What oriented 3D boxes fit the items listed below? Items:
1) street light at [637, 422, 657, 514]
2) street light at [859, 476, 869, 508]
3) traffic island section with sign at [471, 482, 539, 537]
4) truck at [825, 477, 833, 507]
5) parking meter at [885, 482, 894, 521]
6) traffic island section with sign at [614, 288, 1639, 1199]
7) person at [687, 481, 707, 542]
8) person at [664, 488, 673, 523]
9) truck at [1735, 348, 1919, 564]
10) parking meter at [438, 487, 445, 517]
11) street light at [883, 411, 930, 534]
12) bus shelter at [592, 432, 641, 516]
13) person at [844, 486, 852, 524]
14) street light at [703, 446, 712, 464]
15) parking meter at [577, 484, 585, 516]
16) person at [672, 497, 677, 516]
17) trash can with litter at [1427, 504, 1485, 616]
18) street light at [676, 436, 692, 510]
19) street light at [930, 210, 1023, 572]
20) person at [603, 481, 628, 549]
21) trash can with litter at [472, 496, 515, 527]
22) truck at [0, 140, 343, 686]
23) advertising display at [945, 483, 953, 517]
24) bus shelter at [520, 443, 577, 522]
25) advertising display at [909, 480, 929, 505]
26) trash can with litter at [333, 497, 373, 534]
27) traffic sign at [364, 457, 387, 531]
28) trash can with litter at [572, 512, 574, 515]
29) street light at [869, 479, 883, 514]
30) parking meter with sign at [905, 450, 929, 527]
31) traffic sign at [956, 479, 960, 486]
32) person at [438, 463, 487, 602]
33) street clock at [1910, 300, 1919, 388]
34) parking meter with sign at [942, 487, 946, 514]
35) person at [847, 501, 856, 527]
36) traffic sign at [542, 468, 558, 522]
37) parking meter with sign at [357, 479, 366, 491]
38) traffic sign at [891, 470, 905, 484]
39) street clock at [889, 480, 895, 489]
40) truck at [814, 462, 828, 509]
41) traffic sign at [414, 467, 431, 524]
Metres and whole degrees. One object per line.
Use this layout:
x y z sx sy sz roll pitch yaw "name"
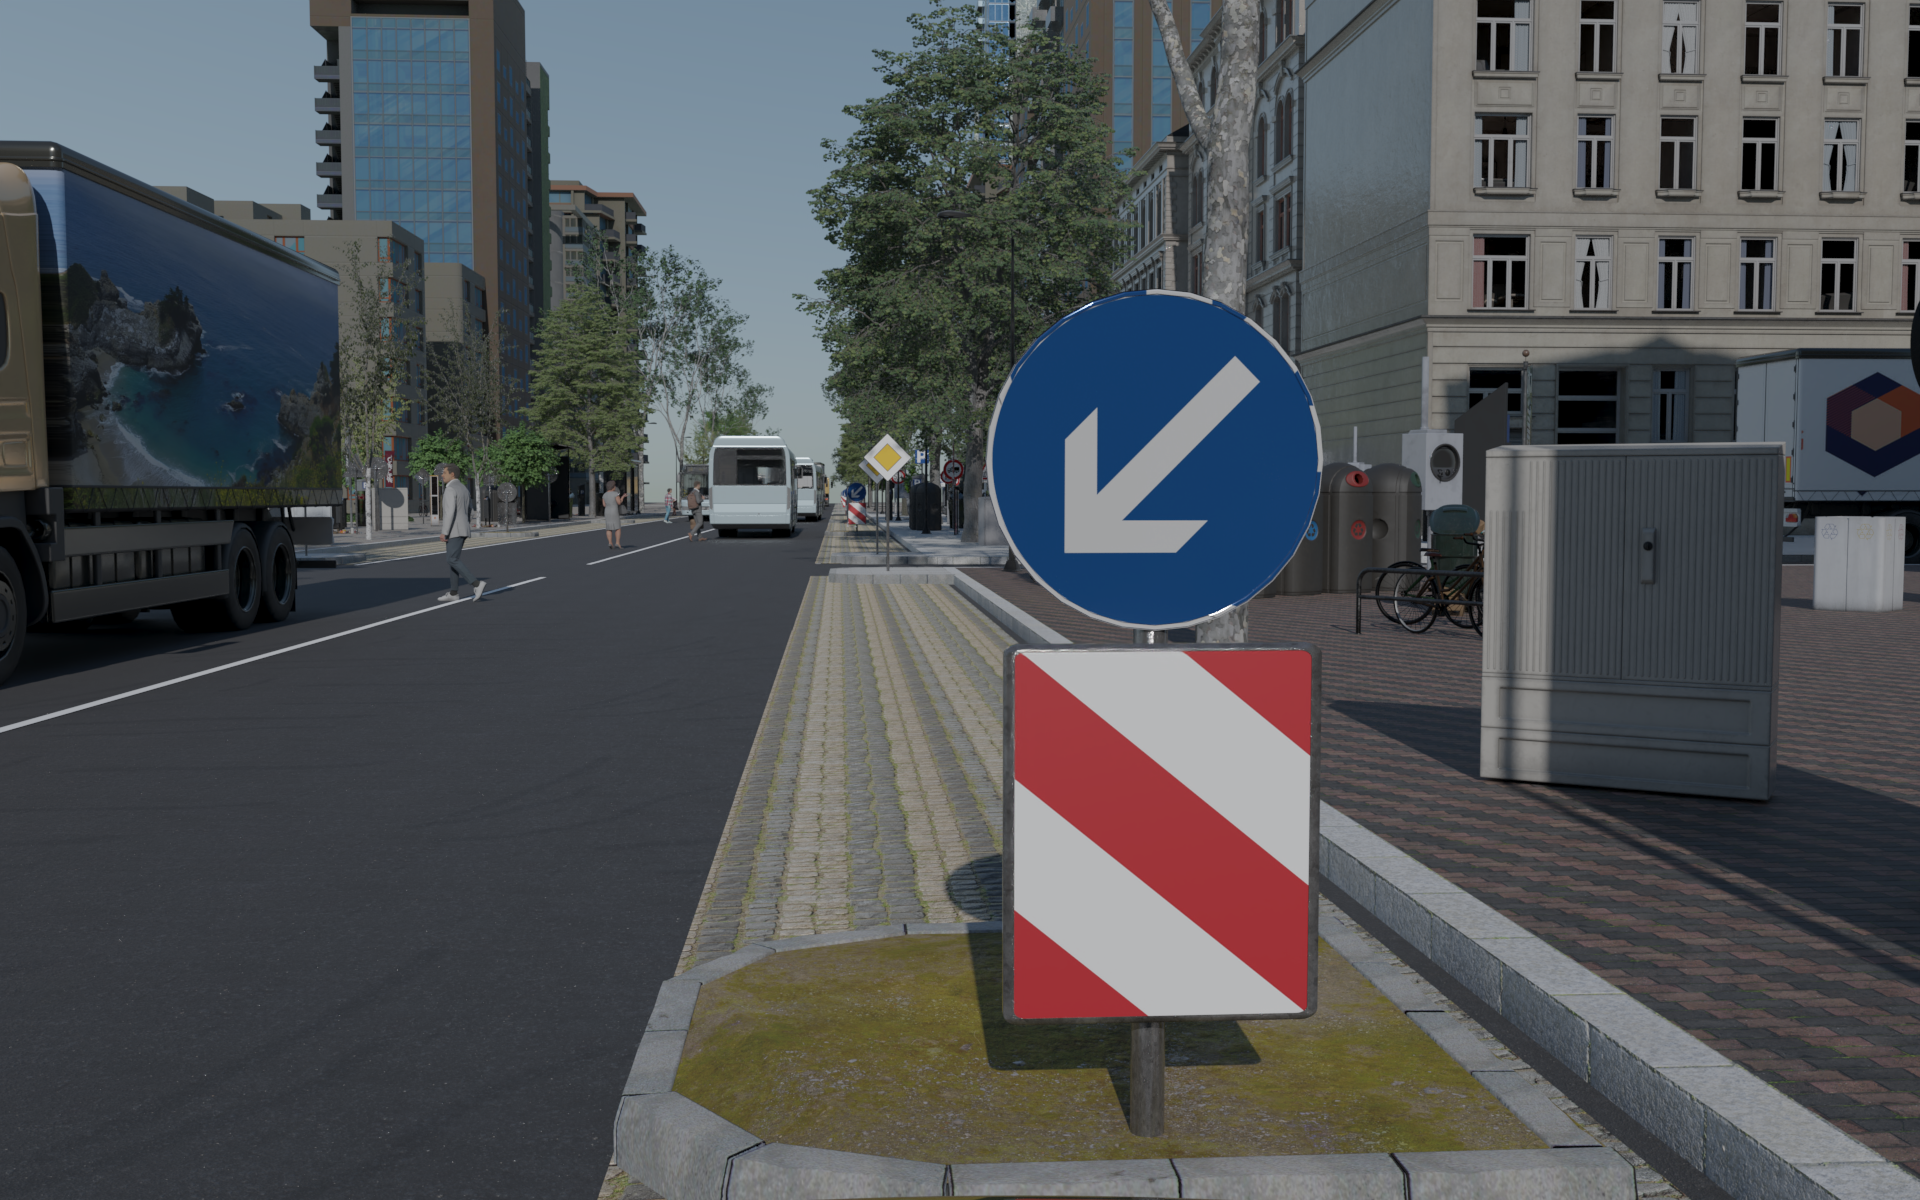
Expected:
-20.300 -8.537 112.122 1.470 5.913 1.316 0 4 -4 "street light"
-5.517 -8.457 110.808 1.470 5.913 1.316 0 4 -4 "street light"
-15.149 -3.008 57.802 1.989 1.847 2.006 0 4 -4 "traffic island section with sign"
-16.359 -12.456 199.579 3.469 3.379 9.791 0 4 -4 "truck"
-3.420 -4.778 83.828 0.399 1.863 0.255 0 4 1 "parking meter"
0.225 0.274 4.145 1.989 1.847 2.006 0 4 -4 "traffic island section with sign"
-7.982 -2.683 52.333 0.822 1.834 0.622 -3 5 -44 "person"
-14.418 -4.659 85.514 0.643 1.720 0.563 -3 4 -36 "person"
21.549 -2.798 34.660 11.283 4.237 2.839 0 4 -3 "truck"
-28.320 -5.435 94.576 0.399 1.863 0.255 -3 4 -38 "parking meter"
-1.626 -5.076 55.532 1.470 5.913 1.316 0 4 -4 "street light"
-20.827 -7.763 104.548 2.179 5.291 8.768 0 4 -4 "bus shelter"
-5.265 -4.526 82.603 0.391 1.810 0.635 -2 4 -24 "person"
-24.182 -11.887 166.889 1.470 5.913 1.316 0 4 -4 "street light"
-22.136 -5.841 101.214 0.399 1.863 0.255 -2 4 -34 "parking meter"
-18.698 -6.157 112.348 0.628 1.438 0.799 1 4 8 "person"
5.342 -0.440 18.584 0.624 1.170 1.055 1 4 18 "trash can with litter"
-22.328 -10.224 139.711 1.470 5.913 1.316 0 4 -4 "street light"
0.325 -3.427 28.576 1.470 5.913 1.316 0 4 -4 "street light"
-8.906 -2.211 45.004 0.716 1.782 0.532 2 4 26 "person"
-18.393 -3.445 67.386 1.678 1.210 2.233 -2 4 -31 "trash can with litter"
-8.512 -1.656 15.995 2.839 4.237 11.283 0 4 -4 "truck"
-0.596 -5.546 95.889 0.123 1.923 0.974 1 4 23 "advertising display"
-19.579 -5.583 82.558 1.731 3.624 6.357 0 4 -4 "bus shelter"
-1.923 -4.652 81.274 0.974 1.923 0.123 -2 4 -28 "advertising display"
-20.189 -2.787 56.624 1.678 1.210 2.233 -2 4 -25 "trash can with litter"
-20.048 -3.628 59.426 0.768 2.556 0.104 0 4 -2 "traffic sign"
-23.353 -5.562 102.332 1.055 1.170 0.624 0 4 4 "trash can with litter"
-3.489 -6.738 82.709 1.470 5.913 1.316 0 4 -4 "street light"
-1.624 -4.335 67.139 0.543 3.016 1.738 1 4 9 "parking meter with sign"
-0.399 -6.836 111.866 0.768 2.556 0.104 0 4 -3 "traffic sign"
-6.659 -0.905 23.147 0.795 1.843 0.661 1 4 11 "person"
3.273 -0.060 5.546 0.471 2.002 0.358 -2 4 -26 "street clock"
-0.725 -6.892 108.948 1.738 3.016 0.543 -2 4 -26 "parking meter with sign"
-4.608 -3.754 74.127 0.590 1.304 0.306 3 5 44 "person"
-18.593 -4.789 78.413 0.768 2.556 0.104 0 4 0 "traffic sign"
-29.227 -5.411 84.734 0.543 3.016 1.738 -3 5 -42 "parking meter with sign"
-3.178 -5.450 89.206 0.768 2.556 0.104 0 4 3 "traffic sign"
-3.635 -5.250 90.412 0.358 2.002 0.471 3 5 41 "street clock"
-13.637 -10.331 157.823 2.839 4.237 11.283 0 4 -2 "truck"
-23.146 -4.494 74.660 0.795 2.450 0.064 0 4 3 "traffic sign"
